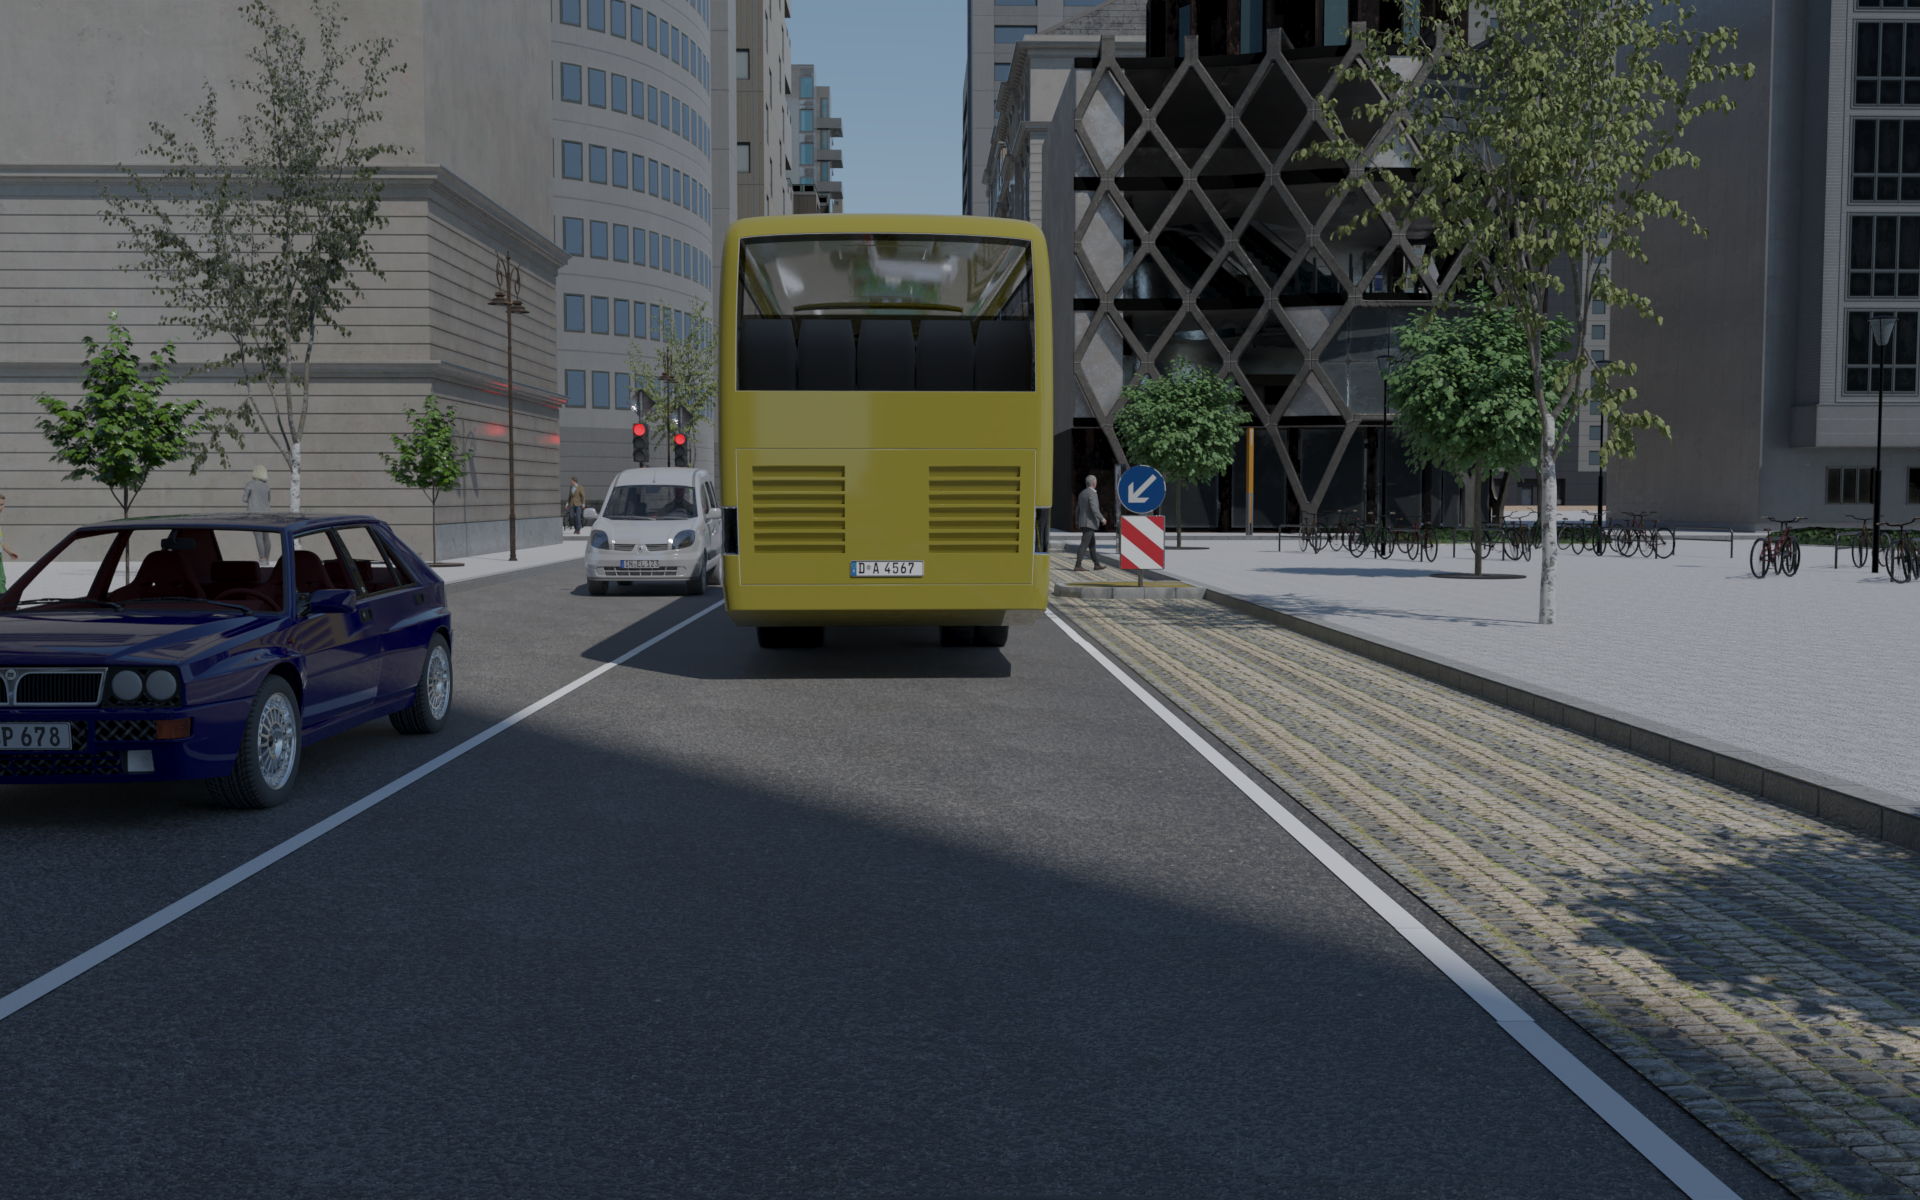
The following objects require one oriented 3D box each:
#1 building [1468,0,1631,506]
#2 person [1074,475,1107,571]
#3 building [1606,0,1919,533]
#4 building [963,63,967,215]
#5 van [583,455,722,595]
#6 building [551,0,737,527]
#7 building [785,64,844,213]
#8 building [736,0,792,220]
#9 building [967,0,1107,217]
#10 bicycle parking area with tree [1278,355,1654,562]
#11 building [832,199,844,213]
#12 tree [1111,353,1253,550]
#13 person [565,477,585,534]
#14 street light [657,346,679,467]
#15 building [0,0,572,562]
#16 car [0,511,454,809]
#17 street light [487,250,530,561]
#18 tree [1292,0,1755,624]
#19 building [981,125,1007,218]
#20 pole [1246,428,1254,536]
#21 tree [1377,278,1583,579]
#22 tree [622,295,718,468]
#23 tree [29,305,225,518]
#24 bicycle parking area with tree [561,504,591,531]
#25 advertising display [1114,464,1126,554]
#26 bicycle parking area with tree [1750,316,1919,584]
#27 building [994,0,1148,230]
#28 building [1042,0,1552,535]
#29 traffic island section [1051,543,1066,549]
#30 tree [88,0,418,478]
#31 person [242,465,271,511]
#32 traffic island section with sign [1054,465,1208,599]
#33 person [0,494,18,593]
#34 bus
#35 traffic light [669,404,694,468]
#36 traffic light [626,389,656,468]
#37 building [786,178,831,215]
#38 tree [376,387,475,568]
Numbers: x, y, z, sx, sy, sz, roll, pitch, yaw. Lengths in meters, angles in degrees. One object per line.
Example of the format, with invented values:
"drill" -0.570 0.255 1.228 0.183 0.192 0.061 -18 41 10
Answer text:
"building" 62.776 -46.342 195.938 20.611 71.187 20.563 0 4 -2
"person" 2.454 -1.418 32.085 0.834 1.777 0.661 -2 4 -31
"building" 40.928 -14.856 61.965 30.058 24.678 14.314 0 4 -2
"building" 11.225 -34.046 180.355 21.300 48.544 21.600 0 4 -2
"van" -4.517 -1.156 25.914 2.013 2.044 4.112 0 4 -3
"building" -22.094 -32.796 78.208 21.231 58.520 28.212 0 4 -2
"building" -28.384 -35.076 193.105 30.456 49.044 23.786 0 4 -2
"building" -25.267 -32.101 114.097 28.713 52.752 27.495 0 4 -2
"building" 11.126 -37.503 155.178 21.231 58.520 28.212 0 4 -2
"bicycle parking area with tree" 11.294 -3.042 36.740 8.231 4.147 9.016 0 4 -2
"building" -18.194 -32.839 228.800 23.993 40.220 32.217 0 4 -2
"tree" 5.200 -3.469 40.426 4.285 4.588 4.351 0 3 0
"person" -12.306 -3.025 55.415 0.656 1.842 0.836 0 4 -8
"street light" -9.136 -4.987 54.318 0.468 5.910 1.993 0 4 -2
"building" -27.070 -13.421 38.523 34.723 24.649 14.460 0 4 -2
"car" -3.974 0.213 9.105 1.945 1.354 3.894 0 4 0
"street light" -8.578 -3.686 33.061 0.468 5.910 1.993 0 4 -2
"tree" 5.608 -4.058 16.715 4.737 8.622 4.395 0 3 0
"building" 8.505 -20.413 119.651 13.634 28.700 20.117 0 4 -2
"pole" 8.965 -3.654 53.589 0.158 3.312 0.155 0 3 0
"tree" 8.047 -2.626 26.646 4.285 4.588 4.351 0 3 0
"tree" -10.121 -6.908 63.305 4.737 8.622 4.395 0 3 0
"tree" -8.814 -1.431 17.993 1.663 3.219 1.824 0 3 0
"bicycle parking area with tree" -17.328 -4.556 61.489 8.231 4.147 9.016 1 4 9
"advertising display" 3.435 -1.952 37.130 0.123 1.923 0.974 0 4 -3
"bicycle parking area with tree" 16.982 -2.412 26.446 9.016 4.147 8.231 -3 4 -37
"building" 9.305 -18.969 97.530 14.401 28.519 23.554 0 4 -2
"building" 11.888 -11.908 62.142 16.811 18.784 16.820 0 4 -2
"traffic island section" 1.735 -1.482 46.513 2.009 0.180 2.903 0 4 -2
"tree" -9.787 -4.558 24.885 4.360 8.622 3.978 0 3 0
"person" -12.550 -1.507 30.871 0.526 1.800 0.537 3 5 41
"traffic island section with sign" 2.353 -0.966 24.416 1.989 1.847 2.006 0 4 -2
"person" -10.661 -0.533 19.004 0.590 1.304 0.306 -2 4 -35
"bus" -0.883 -1.682 19.045 2.896 3.916 12.252 0 4 -3
"traffic light" -8.682 -3.986 54.087 0.839 4.253 0.868 0 4 -2
"traffic light" -8.463 -3.497 46.105 0.839 4.253 0.868 0 4 -2
"building" -19.280 -23.783 160.558 14.160 30.474 14.107 0 4 -2
"tree" -9.260 -2.211 30.758 1.663 3.219 1.824 0 3 0
